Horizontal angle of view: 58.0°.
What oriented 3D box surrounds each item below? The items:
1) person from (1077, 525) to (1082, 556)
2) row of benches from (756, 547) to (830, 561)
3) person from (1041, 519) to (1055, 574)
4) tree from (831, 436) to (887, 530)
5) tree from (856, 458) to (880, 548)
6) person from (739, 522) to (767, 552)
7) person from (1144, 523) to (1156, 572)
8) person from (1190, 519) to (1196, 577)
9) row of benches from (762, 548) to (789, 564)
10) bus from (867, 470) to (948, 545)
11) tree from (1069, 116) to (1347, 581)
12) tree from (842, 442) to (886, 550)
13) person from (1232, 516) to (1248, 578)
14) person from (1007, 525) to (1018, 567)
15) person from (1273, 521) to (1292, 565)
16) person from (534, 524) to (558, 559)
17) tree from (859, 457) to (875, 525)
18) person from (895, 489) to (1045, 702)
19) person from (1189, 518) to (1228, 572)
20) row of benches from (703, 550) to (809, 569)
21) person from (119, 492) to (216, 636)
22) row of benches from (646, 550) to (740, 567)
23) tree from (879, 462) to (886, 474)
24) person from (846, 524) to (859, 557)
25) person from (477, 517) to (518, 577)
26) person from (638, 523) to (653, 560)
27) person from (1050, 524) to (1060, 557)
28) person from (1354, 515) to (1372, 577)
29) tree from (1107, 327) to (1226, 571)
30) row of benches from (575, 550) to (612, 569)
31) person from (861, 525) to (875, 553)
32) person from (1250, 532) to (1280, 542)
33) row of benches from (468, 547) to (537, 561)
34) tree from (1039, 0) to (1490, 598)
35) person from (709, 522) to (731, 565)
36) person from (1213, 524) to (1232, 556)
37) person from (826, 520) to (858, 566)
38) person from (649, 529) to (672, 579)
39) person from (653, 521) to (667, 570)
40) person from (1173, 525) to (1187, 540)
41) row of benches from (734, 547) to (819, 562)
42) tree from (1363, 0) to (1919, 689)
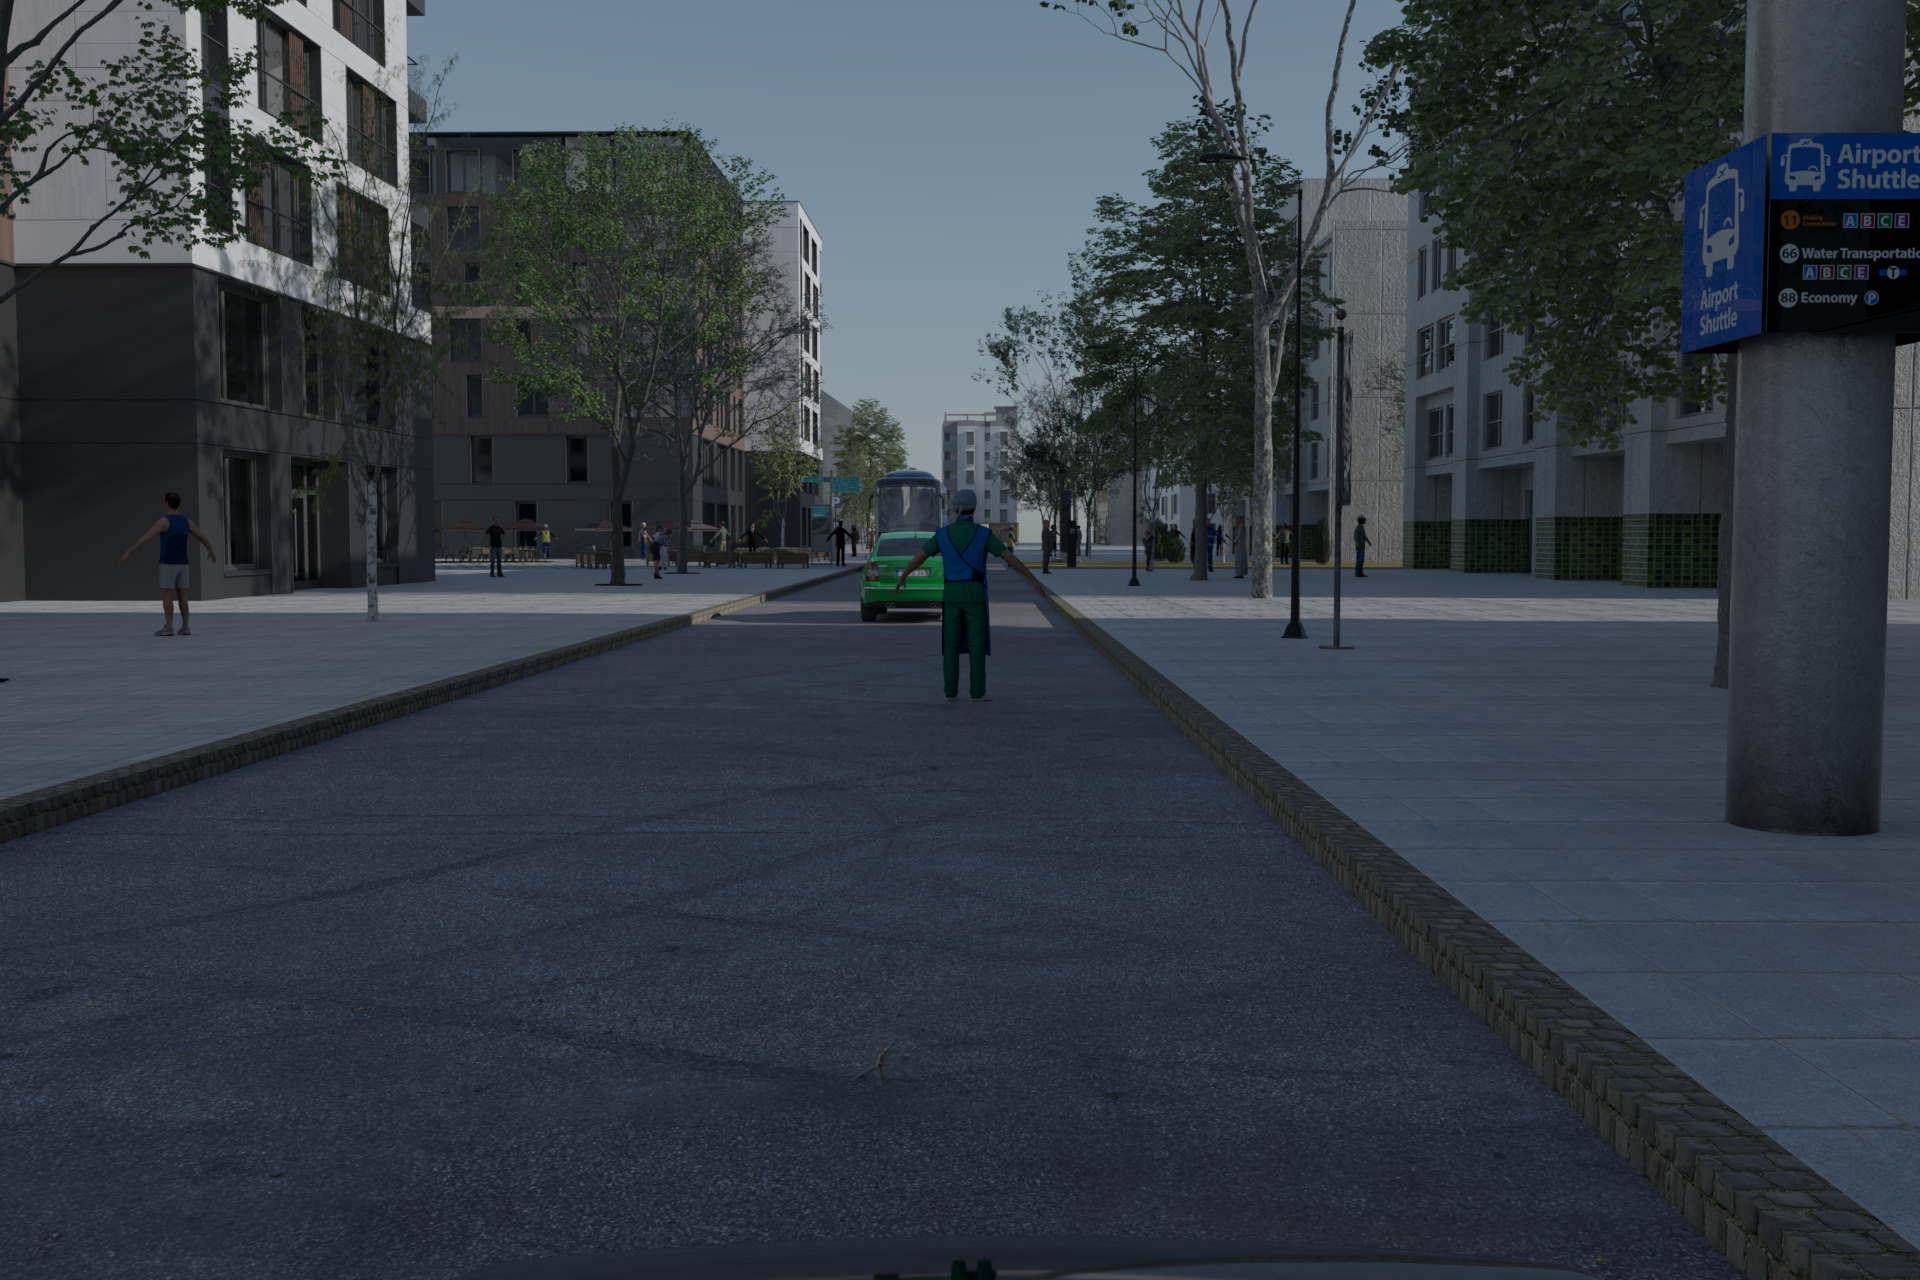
[{"bbox_3d":[6.954,-5.864,102.059,0.705,1.806,1.347,2,4,26],"label":"person"},{"bbox_3d":[-8.090,-4.105,82.580,4.104,0.672,1.422,-1,4,-23],"label":"row of benches"},{"bbox_3d":[2.847,-3.025,56.062,0.434,1.755,0.990,1,4,11],"label":"person"},{"bbox_3d":[-8.042,-10.968,129.683,4.360,8.622,3.978,0,3,0],"label":"tree"},{"bbox_3d":[-7.986,-12.624,156.760,4.360,8.622,3.978,0,3,0],"label":"tree"},{"bbox_3d":[-9.428,-4.437,78.723,1.347,1.806,0.705,-1,4,-23],"label":"person"},{"bbox_3d":[6.517,-3.162,59.209,0.415,1.643,0.593,-1,4,-20],"label":"person"},{"bbox_3d":[6.851,-2.695,50.868,0.721,1.729,1.215,1,4,11],"label":"person"},{"bbox_3d":[-8.095,-3.689,75.775,1.422,0.672,4.104,-1,4,-16],"label":"row of benches"},{"bbox_3d":[-1.900,-4.813,70.246,2.896,3.916,12.251,0,4,1],"label":"bus"},{"bbox_3d":[6.718,-7.950,48.113,7.486,12.596,7.792,0,3,0],"label":"tree"},{"bbox_3d":[-7.550,-11.361,136.117,4.737,8.622,4.395,0,3,0],"label":"tree"},{"bbox_3d":[8.117,-2.703,50.338,0.704,1.811,1.347,1,4,17],"label":"person"},{"bbox_3d":[2.220,-4.047,74.597,0.705,1.833,1.349,-1,4,-12],"label":"person"},{"bbox_3d":[13.714,-4.089,72.978,1.348,1.813,0.705,-2,4,-25],"label":"person"},{"bbox_3d":[-20.995,-4.978,87.860,1.216,1.772,0.721,-1,4,-21],"label":"person"},{"bbox_3d":[-8.359,-12.352,152.314,4.360,8.622,3.978,0,3,0],"label":"tree"},{"bbox_3d":[0.056,-0.384,14.868,1.347,1.817,0.704,1,4,16],"label":"person"},{"bbox_3d":[8.405,-3.227,58.741,1.345,1.831,0.704,-1,4,-10],"label":"person"},{"bbox_3d":[-7.730,-3.025,64.921,4.104,0.672,1.422,1,4,11],"label":"row of benches"},{"bbox_3d":[-9.949,-0.961,21.884,0.704,1.807,1.345,2,4,30],"label":"person"},{"bbox_3d":[-10.682,-3.257,68.709,4.104,0.672,1.422,2,4,23],"label":"row of benches"},{"bbox_3d":[-7.684,-13.321,168.162,4.360,8.622,3.978,0,3,0],"label":"tree"},{"bbox_3d":[-6.030,-5.651,98.154,0.705,1.858,1.354,-2,4,-31],"label":"person"},{"bbox_3d":[-13.833,-2.781,51.679,1.348,1.803,0.705,-3,5,-45],"label":"person"},{"bbox_3d":[-15.498,-4.839,84.981,0.705,1.847,1.347,-3,4,-37],"label":"person"},{"bbox_3d":[5.334,-5.657,98.642,1.345,1.843,0.704,-1,4,-22],"label":"person"},{"bbox_3d":[11.974,-2.802,51.653,0.704,1.849,1.345,2,4,30],"label":"person"},{"bbox_3d":[6.375,-6.651,59.108,4.360,8.622,3.978,0,3,0],"label":"tree"},{"bbox_3d":[-13.658,-3.003,64.564,1.422,0.672,4.104,-1,4,-22],"label":"row of benches"},{"bbox_3d":[-4.220,-4.633,82.552,1.217,1.733,0.721,2,4,33],"label":"person"},{"bbox_3d":[13.914,-4.454,79.047,1.346,1.802,0.704,0,4,8],"label":"person"},{"bbox_3d":[-21.697,-4.058,81.807,4.104,0.672,1.422,2,4,32],"label":"row of benches"},{"bbox_3d":[6.805,-10.822,32.828,12.611,20.169,13.585,0,3,0],"label":"tree"},{"bbox_3d":[-9.974,-4.051,72.503,0.705,1.796,1.348,2,4,32],"label":"person"},{"bbox_3d":[15.052,-5.782,100.313,1.354,1.856,0.705,-1,4,-9],"label":"person"},{"bbox_3d":[-4.752,-3.863,69.102,1.347,1.837,0.705,1,4,16],"label":"person"},{"bbox_3d":[-8.524,-2.451,49.354,0.697,1.427,0.421,-3,4,-36],"label":"person"},{"bbox_3d":[-10.674,-3.359,61.639,0.551,1.740,0.621,-1,4,-16],"label":"person"},{"bbox_3d":[12.764,-5.870,102.107,1.346,1.812,0.704,-1,4,-21],"label":"person"},{"bbox_3d":[-8.581,-3.968,80.341,4.104,0.672,1.422,0,4,-5],"label":"row of benches"},{"bbox_3d":[6.588,-5.845,13.698,7.486,12.596,7.792,0,3,0],"label":"tree"}]
